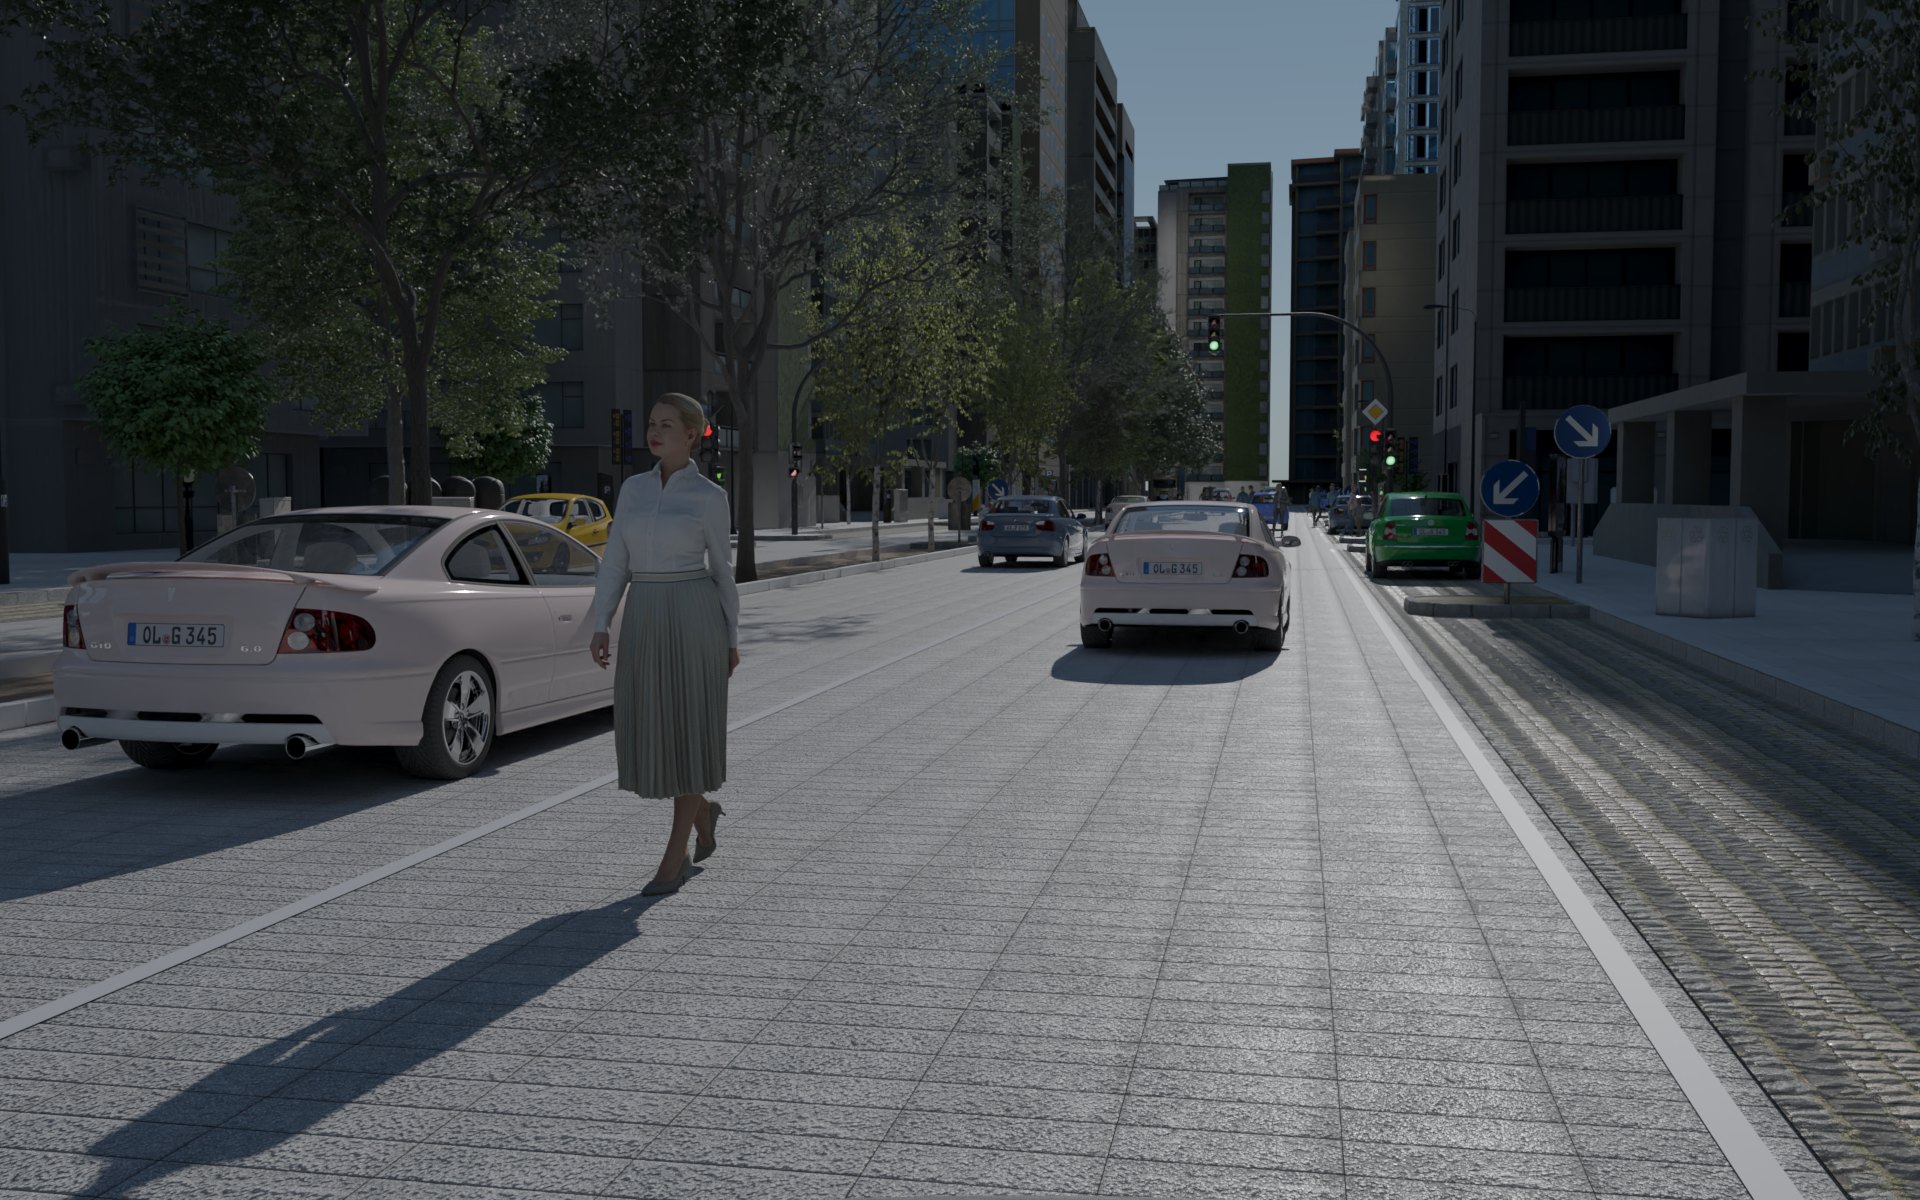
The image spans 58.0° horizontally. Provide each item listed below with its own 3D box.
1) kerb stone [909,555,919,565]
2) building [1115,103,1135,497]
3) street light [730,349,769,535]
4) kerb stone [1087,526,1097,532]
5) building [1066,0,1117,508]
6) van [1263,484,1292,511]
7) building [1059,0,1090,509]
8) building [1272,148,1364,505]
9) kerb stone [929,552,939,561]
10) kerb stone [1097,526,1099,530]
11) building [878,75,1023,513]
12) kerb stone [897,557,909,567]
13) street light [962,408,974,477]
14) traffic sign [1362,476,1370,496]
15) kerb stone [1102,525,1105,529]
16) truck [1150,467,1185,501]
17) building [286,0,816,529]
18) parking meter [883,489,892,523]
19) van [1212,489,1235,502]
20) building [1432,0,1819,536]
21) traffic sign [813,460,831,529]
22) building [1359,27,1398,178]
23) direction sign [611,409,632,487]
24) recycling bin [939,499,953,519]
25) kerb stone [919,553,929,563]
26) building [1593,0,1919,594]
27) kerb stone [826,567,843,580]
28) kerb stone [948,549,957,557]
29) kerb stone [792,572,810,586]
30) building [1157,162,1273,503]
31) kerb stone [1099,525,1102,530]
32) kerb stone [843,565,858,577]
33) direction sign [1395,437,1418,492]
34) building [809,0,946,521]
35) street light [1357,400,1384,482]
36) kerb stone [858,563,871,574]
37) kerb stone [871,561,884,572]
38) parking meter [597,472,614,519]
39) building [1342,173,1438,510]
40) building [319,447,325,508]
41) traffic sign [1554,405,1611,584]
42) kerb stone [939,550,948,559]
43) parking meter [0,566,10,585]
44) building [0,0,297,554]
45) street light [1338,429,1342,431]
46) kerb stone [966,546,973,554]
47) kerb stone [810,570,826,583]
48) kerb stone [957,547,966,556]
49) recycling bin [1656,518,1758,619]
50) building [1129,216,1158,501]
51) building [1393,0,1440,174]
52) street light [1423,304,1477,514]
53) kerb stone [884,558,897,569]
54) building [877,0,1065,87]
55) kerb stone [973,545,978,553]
[{"bbox_3d":[-1.052,-0.797,35.326,0.120,0.150,1.000,1,4,11],"label":"kerb stone"},{"bbox_3d":[11.922,-33.396,196.128,14.200,45.320,14.600,1,4,11],"label":"building"},{"bbox_3d":[-6.665,-5.014,54.513,1.470,5.913,1.316,1,4,11],"label":"street light"},{"bbox_3d":[5.075,-2.745,67.073,0.120,0.150,1.000,1,4,11],"label":"kerb stone"},{"bbox_3d":[4.167,-33.771,175.862,21.300,48.544,21.600,1,4,11],"label":"building"},{"bbox_3d":[17.971,-5.628,99.026,2.013,2.044,4.112,1,4,9],"label":"van"},{"bbox_3d":[0.981,-43.766,153.825,20.563,71.187,20.611,1,4,11],"label":"building"},{"bbox_3d":[54.009,-34.379,216.722,28.867,44.769,22.147,1,4,11],"label":"building"},{"bbox_3d":[-0.658,-0.926,37.339,0.120,0.150,1.000,1,4,11],"label":"kerb stone"},{"bbox_3d":[5.261,-2.802,68.078,0.120,0.150,1.000,1,4,11],"label":"kerb stone"},{"bbox_3d":[-3.556,-21.490,123.069,14.160,30.474,14.107,1,4,11],"label":"building"},{"bbox_3d":[-1.236,-0.742,34.320,0.120,0.150,1.000,1,4,11],"label":"kerb stone"},{"bbox_3d":[0.663,-7.330,92.388,1.470,5.913,1.316,1,4,11],"label":"street light"},{"bbox_3d":[22.320,-5.773,94.497,0.768,2.556,0.104,1,4,19],"label":"traffic sign"},{"bbox_3d":[5.653,-2.929,70.091,0.120,0.150,1.000,1,4,11],"label":"kerb stone"},{"bbox_3d":[21.116,-11.410,175.463,2.839,4.237,11.283,1,4,12],"label":"truck"},{"bbox_3d":[-13.949,-23.186,62.686,14.154,41.232,14.086,1,4,11],"label":"building"},{"bbox_3d":[-3.238,-4.205,77.158,0.372,1.533,0.369,0,3,0],"label":"parking meter"},{"bbox_3d":[20.035,-7.677,132.533,2.013,2.044,4.112,1,4,10],"label":"van"},{"bbox_3d":[27.734,-37.914,58.151,20.611,71.187,20.563,1,4,11],"label":"building"},{"bbox_3d":[-5.083,-3.898,63.833,0.768,2.556,0.104,1,4,14],"label":"traffic sign"},{"bbox_3d":[53.042,-34.276,180.018,23.786,49.044,30.456,1,4,11],"label":"building"},{"bbox_3d":[-9.022,-3.320,46.277,0.379,3.537,0.876,2,4,25],"label":"direction sign"},{"bbox_3d":[-0.674,-4.670,88.902,0.722,1.027,0.722,1,4,14],"label":"recycling bin"},{"bbox_3d":[-0.858,-0.865,36.335,0.120,0.150,1.000,1,4,11],"label":"kerb stone"},{"bbox_3d":[27.963,-20.421,25.758,32.217,40.220,23.993,1,4,11],"label":"building"},{"bbox_3d":[-2.217,-0.430,29.296,0.120,0.150,1.000,1,4,11],"label":"kerb stone"},{"bbox_3d":[-0.280,-1.046,39.348,0.120,0.150,1.000,1,4,11],"label":"kerb stone"},{"bbox_3d":[-2.599,-0.311,27.281,0.120,0.150,1.000,1,4,11],"label":"kerb stone"},{"bbox_3d":[31.902,-32.632,217.132,14.086,41.232,14.154,1,4,11],"label":"building"},{"bbox_3d":[5.458,-2.865,69.081,0.120,0.150,1.000,1,4,11],"label":"kerb stone"},{"bbox_3d":[-2.012,-0.496,30.304,0.120,0.150,1.000,1,4,11],"label":"kerb stone"},{"bbox_3d":[17.718,-4.694,68.748,0.876,3.537,0.379,2,4,26],"label":"direction sign"},{"bbox_3d":[-17.615,-24.405,90.905,32.217,40.220,23.993,1,4,11],"label":"building"},{"bbox_3d":[20.288,-6.905,85.439,1.470,5.913,1.316,1,4,11],"label":"street light"},{"bbox_3d":[-1.829,-0.558,31.312,0.120,0.150,1.000,1,4,11],"label":"kerb stone"},{"bbox_3d":[-1.637,-0.619,32.316,0.120,0.150,1.000,1,4,11],"label":"kerb stone"},{"bbox_3d":[-9.618,-2.526,47.019,0.399,1.863,0.255,-3,4,-38],"label":"parking meter"},{"bbox_3d":[37.968,-15.950,105.822,27.650,21.520,28.899,1,4,11],"label":"building"},{"bbox_3d":[-28.328,-25.393,65.294,14.200,45.320,14.600,1,4,11],"label":"building"},{"bbox_3d":[8.884,-1.509,24.774,0.768,2.556,0.104,1,4,19],"label":"traffic sign"},{"bbox_3d":[-0.470,-0.988,38.344,0.120,0.150,1.000,1,4,11],"label":"kerb stone"},{"bbox_3d":[-13.720,-0.989,24.578,0.372,1.533,0.369,0,3,0],"label":"parking meter"},{"bbox_3d":[-23.853,-22.038,43.916,14.086,41.232,14.154,1,4,11],"label":"building"},{"bbox_3d":[27.812,-9.292,124.466,1.470,5.913,1.316,1,4,11],"label":"street light"},{"bbox_3d":[0.108,-1.172,41.355,0.120,0.150,1.000,1,4,11],"label":"kerb stone"},{"bbox_3d":[-2.421,-0.373,28.288,0.120,0.150,1.000,1,4,11],"label":"kerb stone"},{"bbox_3d":[-0.082,-1.110,40.351,0.120,0.150,1.000,1,4,11],"label":"kerb stone"},{"bbox_3d":[7.847,-0.346,18.210,0.722,1.027,0.722,-2,4,-25],"label":"recycling bin"},{"bbox_3d":[14.868,-32.874,229.373,23.993,40.220,32.217,1,4,11],"label":"building"},{"bbox_3d":[46.488,-51.115,148.407,22.319,86.520,31.000,1,4,11],"label":"building"},{"bbox_3d":[12.002,-4.270,42.360,1.470,5.913,1.316,1,4,11],"label":"street light"},{"bbox_3d":[-1.434,-0.669,33.318,0.120,0.150,1.000,1,4,11],"label":"kerb stone"},{"bbox_3d":[0.462,-29.742,136.390,14.600,45.320,14.200,1,4,11],"label":"building"},{"bbox_3d":[0.304,-1.232,42.358,0.120,0.150,1.000,1,4,11],"label":"kerb stone"}]
